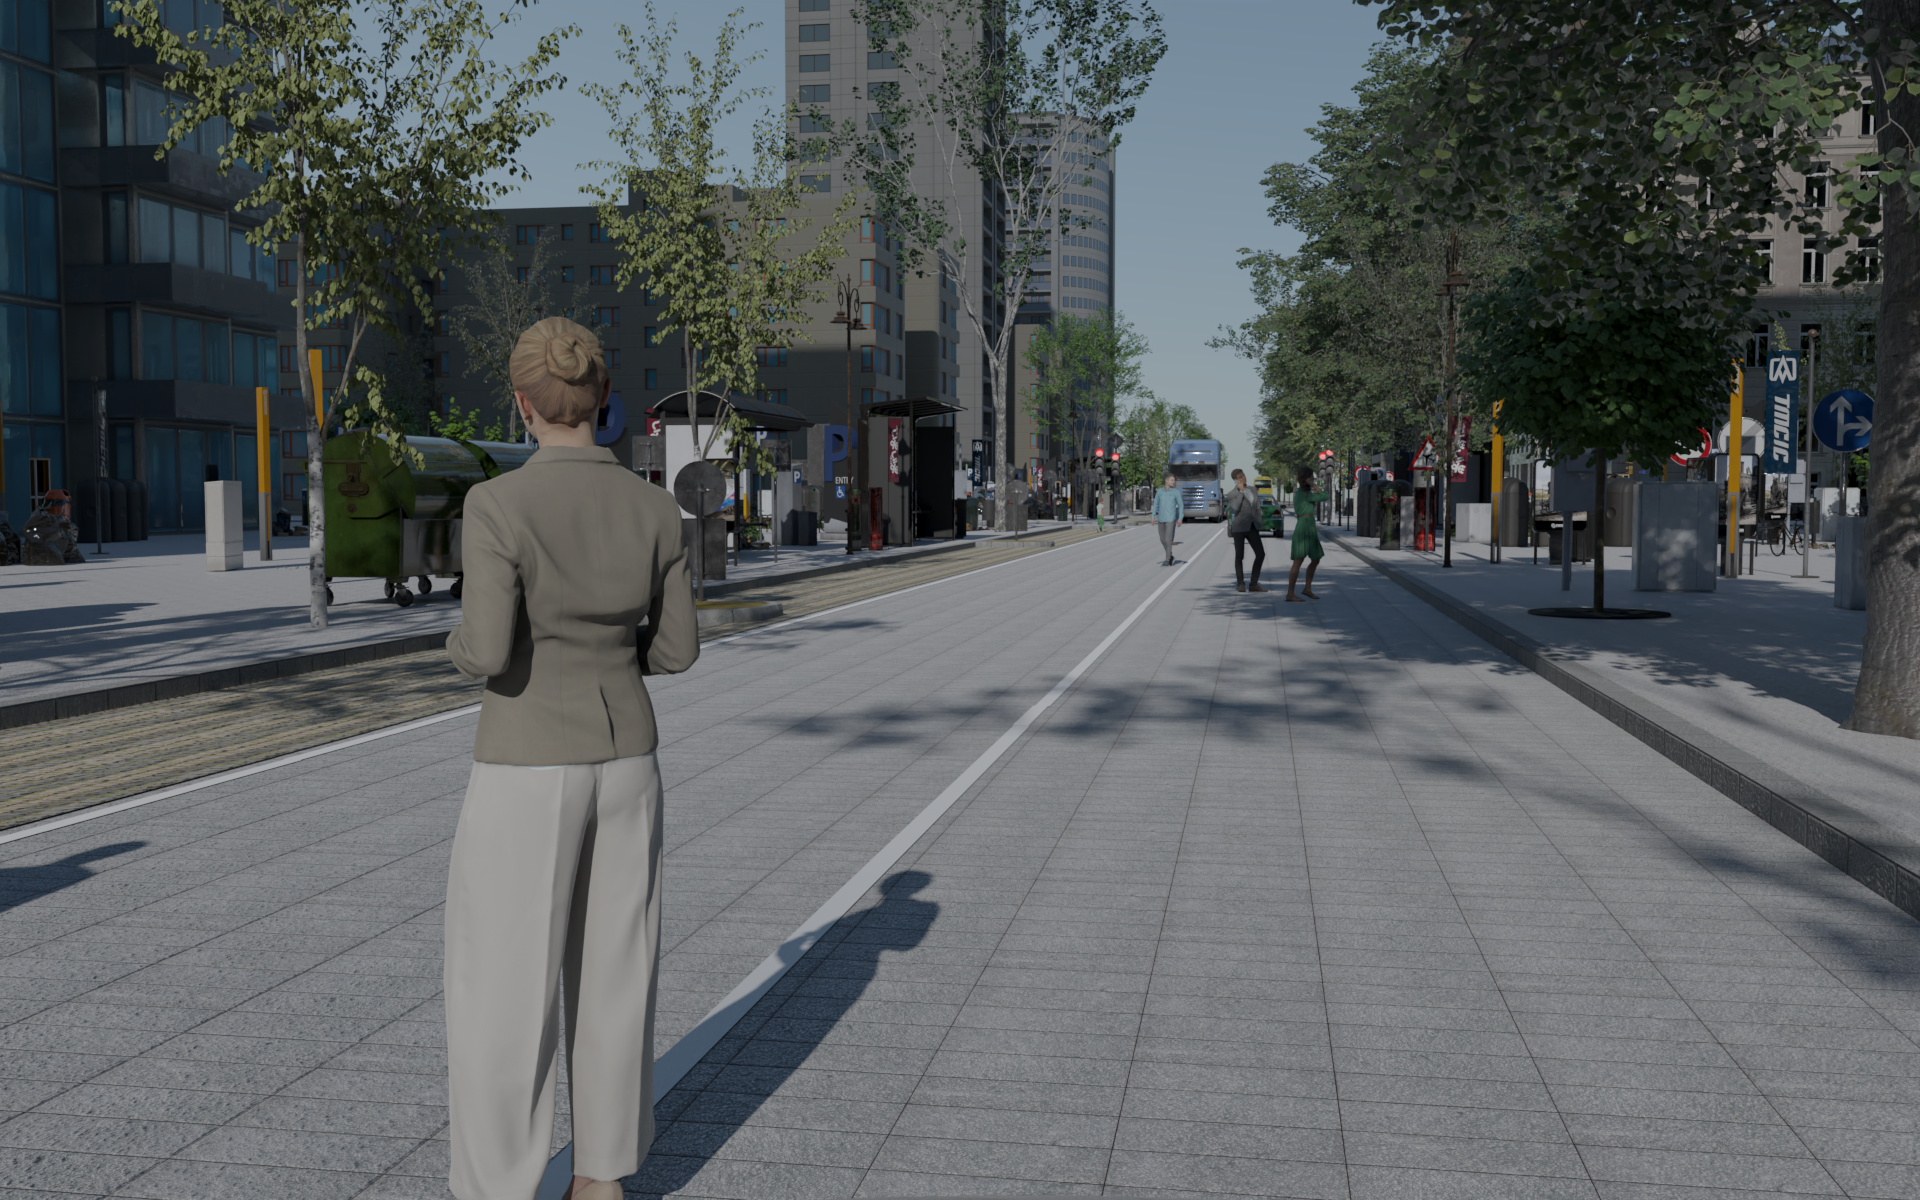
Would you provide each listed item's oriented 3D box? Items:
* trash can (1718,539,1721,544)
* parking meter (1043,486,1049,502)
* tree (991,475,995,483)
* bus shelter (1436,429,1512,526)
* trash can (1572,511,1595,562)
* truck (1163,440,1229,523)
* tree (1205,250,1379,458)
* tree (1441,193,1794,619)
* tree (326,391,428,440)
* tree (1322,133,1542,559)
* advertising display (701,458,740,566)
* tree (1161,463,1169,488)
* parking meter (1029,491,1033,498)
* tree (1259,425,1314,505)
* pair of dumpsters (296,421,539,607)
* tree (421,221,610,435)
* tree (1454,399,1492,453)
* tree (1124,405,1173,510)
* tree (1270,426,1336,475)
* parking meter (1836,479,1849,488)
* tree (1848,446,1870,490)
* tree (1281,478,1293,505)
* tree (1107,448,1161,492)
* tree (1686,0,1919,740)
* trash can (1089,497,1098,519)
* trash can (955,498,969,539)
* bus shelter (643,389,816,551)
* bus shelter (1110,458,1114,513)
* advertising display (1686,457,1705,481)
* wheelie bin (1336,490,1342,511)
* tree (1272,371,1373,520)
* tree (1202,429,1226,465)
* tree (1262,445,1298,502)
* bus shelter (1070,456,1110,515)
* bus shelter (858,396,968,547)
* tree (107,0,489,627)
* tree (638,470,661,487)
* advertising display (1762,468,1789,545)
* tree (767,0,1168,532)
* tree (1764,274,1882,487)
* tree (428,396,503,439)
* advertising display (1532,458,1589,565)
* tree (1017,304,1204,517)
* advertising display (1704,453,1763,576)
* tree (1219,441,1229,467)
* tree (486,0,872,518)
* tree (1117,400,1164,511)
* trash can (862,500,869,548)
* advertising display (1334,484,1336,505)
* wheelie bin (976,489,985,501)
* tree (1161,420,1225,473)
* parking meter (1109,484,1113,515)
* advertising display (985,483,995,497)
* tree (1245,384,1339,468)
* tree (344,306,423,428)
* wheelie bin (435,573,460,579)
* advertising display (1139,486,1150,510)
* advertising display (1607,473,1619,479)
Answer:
[{"bbox_3d":[19.564,-1.985,44.110,0.748,1.137,0.748,0,3,0],"label":"trash can"},{"bbox_3d":[5.485,-6.409,110.490,0.255,1.863,0.399,-1,4,-14],"label":"parking meter"},{"bbox_3d":[3.030,-9.507,150.039,1.663,3.219,1.824,0,3,0],"label":"tree"},{"bbox_3d":[16.708,-3.846,56.800,2.014,3.302,5.546,1,4,10],"label":"bus shelter"},{"bbox_3d":[11.684,-1.286,32.686,0.748,1.137,0.748,0,3,0],"label":"trash can"},{"bbox_3d":[12.729,-6.215,91.372,2.967,4.110,18.799,1,4,10],"label":"truck"},{"bbox_3d":[25.758,-17.059,134.809,12.611,20.169,13.585,0,3,0],"label":"tree"},{"bbox_3d":[6.870,-2.112,18.251,4.285,4.588,4.351,0,3,0],"label":"tree"},{"bbox_3d":[-17.405,-4.151,51.590,4.285,4.588,4.351,0,3,0],"label":"tree"},{"bbox_3d":[9.445,-5.129,34.223,4.360,8.622,3.978,0,3,0],"label":"tree"},{"bbox_3d":[-4.346,-1.586,31.137,0.974,1.923,0.123,3,4,36],"label":"advertising display"},{"bbox_3d":[17.876,-10.704,158.726,4.285,4.588,4.351,0,3,0],"label":"tree"},{"bbox_3d":[5.154,-7.244,126.856,0.372,1.533,0.369,0,3,0],"label":"parking meter"},{"bbox_3d":[37.396,-16.914,194.664,7.486,12.596,7.792,0,3,0],"label":"tree"},{"bbox_3d":[-6.489,-1.170,21.617,1.574,2.255,4.437,1,4,10],"label":"pair of dumpsters"},{"bbox_3d":[-11.854,-5.921,47.179,4.360,8.622,3.978,0,3,0],"label":"tree"},{"bbox_3d":[29.118,-8.816,94.507,4.737,8.622,4.395,0,3,0],"label":"tree"},{"bbox_3d":[15.657,-11.723,142.027,4.737,8.622,4.395,0,3,0],"label":"tree"},{"bbox_3d":[35.267,-14.793,176.275,7.601,10.594,8.767,-2,4,-34],"label":"tree"},{"bbox_3d":[33.095,-3.626,64.988,0.255,1.863,0.399,-1,4,-15],"label":"parking meter"},{"bbox_3d":[23.048,-2.985,43.413,1.663,3.219,1.824,0,3,0],"label":"tree"},{"bbox_3d":[48.695,-16.041,256.868,1.663,3.219,1.824,0,3,0],"label":"tree"},{"bbox_3d":[11.717,-8.478,122.329,4.285,4.588,4.351,0,3,0],"label":"tree"},{"bbox_3d":[5.250,-6.251,8.860,9.857,13.997,8.962,0,3,0],"label":"tree"},{"bbox_3d":[6.934,-4.791,89.994,0.748,1.137,0.748,0,3,0],"label":"trash can"},{"bbox_3d":[-0.113,-2.327,49.692,0.748,1.137,0.748,0,3,0],"label":"trash can"},{"bbox_3d":[-4.683,-2.584,36.173,2.014,3.302,5.546,1,4,10],"label":"bus shelter"},{"bbox_3d":[9.627,-7.670,116.694,1.731,3.624,6.357,1,4,10],"label":"bus shelter"},{"bbox_3d":[12.907,-1.532,30.260,0.123,1.923,0.974,0,4,2],"label":"advertising display"},{"bbox_3d":[27.924,-7.368,128.373,0.693,1.594,0.980,3,4,36],"label":"wheelie bin"},{"bbox_3d":[19.847,-8.786,94.007,4.737,8.622,4.395,0,3,0],"label":"tree"},{"bbox_3d":[42.042,-23.247,298.206,7.486,12.596,7.792,0,3,0],"label":"tree"},{"bbox_3d":[51.930,-21.466,276.727,9.928,11.665,9.643,0,3,0],"label":"tree"},{"bbox_3d":[8.072,-7.166,108.453,1.731,3.624,6.357,1,4,10],"label":"bus shelter"},{"bbox_3d":[-1.142,-3.274,44.805,1.731,3.624,6.357,1,4,10],"label":"bus shelter"},{"bbox_3d":[-5.960,-4.046,16.518,4.737,8.622,4.395,0,3,0],"label":"tree"},{"bbox_3d":[-16.965,-6.025,93.115,1.663,3.219,1.824,0,3,0],"label":"tree"},{"bbox_3d":[20.556,-2.356,43.735,0.974,1.923,0.123,-2,4,-31],"label":"advertising display"},{"bbox_3d":[0.336,-12.419,58.946,12.611,20.169,13.585,0,3,0],"label":"tree"},{"bbox_3d":[28.548,-6.476,56.252,4.737,8.622,4.395,0,3,0],"label":"tree"},{"bbox_3d":[-10.014,-2.431,34.344,1.663,3.219,1.824,0,3,0],"label":"tree"},{"bbox_3d":[10.885,-1.601,31.396,0.974,1.923,0.123,0,4,8],"label":"advertising display"},{"bbox_3d":[6.949,-10.420,96.121,9.928,11.665,9.643,0,3,0],"label":"tree"},{"bbox_3d":[12.149,-1.347,27.231,0.974,1.923,0.123,-2,4,-23],"label":"advertising display"},{"bbox_3d":[22.437,-15.867,185.184,9.928,11.665,9.643,0,3,0],"label":"tree"},{"bbox_3d":[-3.809,-4.658,26.525,4.737,8.622,4.395,0,3,0],"label":"tree"},{"bbox_3d":[13.484,-11.169,132.976,4.360,8.622,3.978,0,3,0],"label":"tree"},{"bbox_3d":[-2.197,-1.802,41.116,0.748,1.137,0.748,0,3,0],"label":"trash can"},{"bbox_3d":[25.296,-6.834,116.953,0.123,1.923,0.974,1,4,9],"label":"advertising display"},{"bbox_3d":[1.461,-6.306,111.004,0.693,1.594,0.980,2,4,32],"label":"wheelie bin"},{"bbox_3d":[27.731,-16.913,210.933,8.767,10.594,7.601,-2,4,-26],"label":"tree"},{"bbox_3d":[9.087,-6.022,104.173,0.255,1.863,0.399,1,4,9],"label":"parking meter"},{"bbox_3d":[1.982,-6.078,104.595,0.974,1.923,0.123,0,4,-6],"label":"advertising display"},{"bbox_3d":[31.314,-15.168,158.360,12.009,13.543,11.850,0,3,0],"label":"tree"},{"bbox_3d":[-21.663,-7.140,67.103,4.360,8.622,3.978,0,3,0],"label":"tree"},{"bbox_3d":[-7.670,-1.135,26.472,0.980,1.594,0.693,2,4,23],"label":"wheelie bin"},{"bbox_3d":[14.481,-8.001,136.028,0.974,1.923,0.123,2,4,34],"label":"advertising display"},{"bbox_3d":[20.120,-3.000,54.266,0.123,1.923,0.974,-3,5,-45],"label":"advertising display"}]
